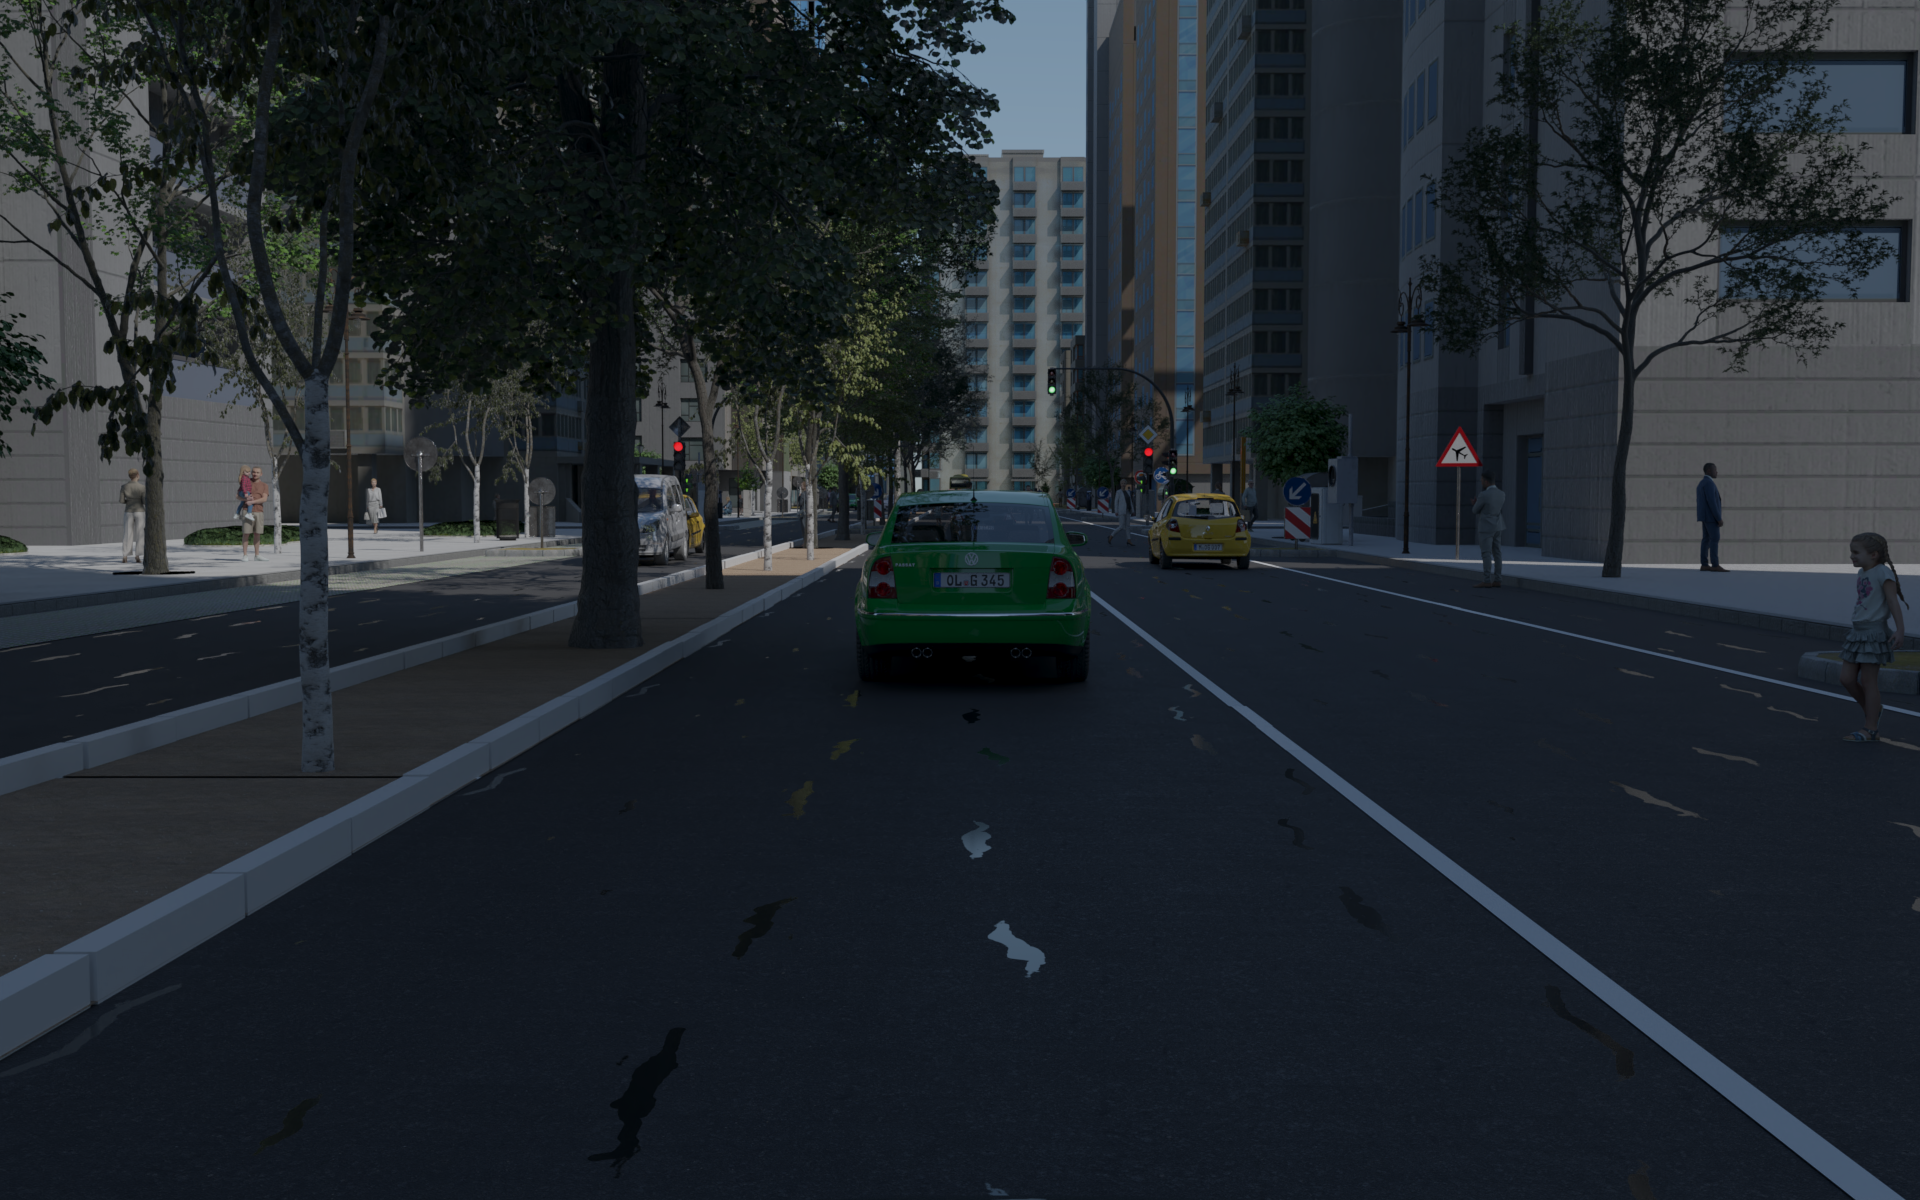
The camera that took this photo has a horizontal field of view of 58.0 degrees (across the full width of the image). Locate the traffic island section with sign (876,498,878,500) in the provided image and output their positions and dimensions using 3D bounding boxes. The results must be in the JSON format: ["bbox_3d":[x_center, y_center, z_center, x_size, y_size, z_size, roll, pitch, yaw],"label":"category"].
[{"bbox_3d":[-9.610,-11.655,199.180,1.989,1.847,2.006,0,3,0],"label":"traffic island section with sign"}]

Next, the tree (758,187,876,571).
[{"bbox_3d":[-3.591,-4.855,32.203,4.360,8.622,3.978,0,3,0],"label":"tree"}]

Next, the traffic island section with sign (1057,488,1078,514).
[{"bbox_3d":[7.715,-6.980,122.749,1.989,1.847,2.006,0,3,0],"label":"traffic island section with sign"}]

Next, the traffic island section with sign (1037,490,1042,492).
[{"bbox_3d":[7.778,-10.020,172.454,1.989,1.847,2.006,0,3,0],"label":"traffic island section with sign"}]

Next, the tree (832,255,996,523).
[{"bbox_3d":[-3.356,-10.471,84.025,12.009,13.543,11.850,0,3,0],"label":"tree"}]

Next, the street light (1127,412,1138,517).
[{"bbox_3d":[9.698,-7.630,97.542,0.468,5.910,1.993,0,3,0],"label":"street light"}]

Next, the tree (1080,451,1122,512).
[{"bbox_3d":[10.326,-8.707,126.080,4.285,4.588,4.351,0,3,0],"label":"tree"}]

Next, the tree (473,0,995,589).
[{"bbox_3d":[-3.655,-5.452,26.008,8.767,10.594,7.601,0,3,0],"label":"tree"}]

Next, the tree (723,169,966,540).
[{"bbox_3d":[-3.707,-8.132,53.543,7.486,12.596,7.792,0,3,0],"label":"tree"}]

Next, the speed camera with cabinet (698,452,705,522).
[{"bbox_3d":[-12.075,-5.326,81.422,0.660,3.252,2.038,0,4,-8],"label":"speed camera with cabinet"}]

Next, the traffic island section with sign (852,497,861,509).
[{"bbox_3d":[-9.645,-10.006,172.225,1.989,1.847,2.006,0,3,0],"label":"traffic island section with sign"}]

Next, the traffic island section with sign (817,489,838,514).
[{"bbox_3d":[-9.698,-7.020,123.400,1.989,1.847,2.006,0,3,0],"label":"traffic island section with sign"}]

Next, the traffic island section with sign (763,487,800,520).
[{"bbox_3d":[-9.738,-5.299,95.274,1.989,1.847,2.006,0,3,0],"label":"traffic island section with sign"}]

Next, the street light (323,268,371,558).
[{"bbox_3d":[-12.161,-3.769,34.410,0.468,5.910,1.993,0,3,0],"label":"street light"}]

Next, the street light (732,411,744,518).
[{"bbox_3d":[-12.061,-7.418,94.065,0.468,5.910,1.993,0,3,0],"label":"street light"}]

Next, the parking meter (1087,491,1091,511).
[{"bbox_3d":[9.816,-7.546,131.788,0.372,1.533,0.369,0,3,0],"label":"parking meter"}]

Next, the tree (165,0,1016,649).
[{"bbox_3d":[-3.326,-6.533,15.935,9.857,13.997,8.962,0,3,0],"label":"tree"}]

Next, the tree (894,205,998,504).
[{"bbox_3d":[-4.694,-14.548,96.210,12.611,20.169,13.585,0,3,0],"label":"tree"}]

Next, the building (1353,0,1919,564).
[{"bbox_3d":[22.483,-30.696,43.873,21.231,58.520,28.212,0,3,0],"label":"building"}]

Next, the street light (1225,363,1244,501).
[{"bbox_3d":[9.680,-5.407,61.187,0.468,5.910,1.993,0,3,0],"label":"street light"}]

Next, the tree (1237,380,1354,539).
[{"bbox_3d":[9.702,-4.065,50.172,4.285,4.588,4.351,0,3,0],"label":"tree"}]

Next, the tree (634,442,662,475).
[{"bbox_3d":[-20.352,-7.695,109.527,4.285,4.588,4.351,0,3,0],"label":"tree"}]

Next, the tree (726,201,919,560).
[{"bbox_3d":[-3.185,-5.139,36.842,4.737,8.622,4.395,0,3,0],"label":"tree"}]

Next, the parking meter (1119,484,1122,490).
[{"bbox_3d":[9.284,-5.761,99.902,0.255,1.863,0.399,0,4,3],"label":"parking meter"}]

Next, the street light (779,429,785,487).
[{"bbox_3d":[-12.094,-8.891,118.153,0.468,5.910,1.993,0,3,0],"label":"street light"}]

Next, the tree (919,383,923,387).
[{"bbox_3d":[-3.341,-6.547,59.862,4.737,8.622,4.395,0,3,0],"label":"tree"}]

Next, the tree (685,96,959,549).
[{"bbox_3d":[-3.782,-7.124,44.684,9.928,11.665,9.643,0,3,0],"label":"tree"}]

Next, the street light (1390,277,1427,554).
[{"bbox_3d":[9.601,-3.934,37.114,0.468,5.910,1.993,0,3,0],"label":"street light"}]

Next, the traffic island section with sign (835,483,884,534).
[{"bbox_3d":[-3.457,-3.338,62.707,2.006,1.907,1.989,0,3,0],"label":"traffic island section with sign"}]

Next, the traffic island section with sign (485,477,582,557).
[{"bbox_3d":[-9.814,-1.939,40.337,1.989,1.847,2.006,0,3,0],"label":"traffic island section with sign"}]

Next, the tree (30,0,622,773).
[{"bbox_3d":[-3.324,-3.430,8.903,4.360,8.622,3.978,0,3,0],"label":"tree"}]

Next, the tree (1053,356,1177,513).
[{"bbox_3d":[10.343,-11.096,115.830,8.767,10.594,7.601,1,4,8],"label":"tree"}]

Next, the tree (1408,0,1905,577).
[{"bbox_3d":[10.351,-5.616,26.230,7.601,10.594,8.767,2,4,24],"label":"tree"}]

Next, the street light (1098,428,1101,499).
[{"bbox_3d":[9.741,-9.066,121.021,0.468,5.910,1.993,0,3,0],"label":"street light"}]

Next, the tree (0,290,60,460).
[{"bbox_3d":[-12.365,-2.229,20.150,4.285,4.588,4.351,0,3,0],"label":"tree"}]

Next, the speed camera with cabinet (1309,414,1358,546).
[{"bbox_3d":[9.365,-3.003,43.440,0.660,3.252,2.038,0,4,-7],"label":"speed camera with cabinet"}]

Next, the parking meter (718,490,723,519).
[{"bbox_3d":[-12.580,-5.019,90.472,0.372,1.533,0.369,0,3,0],"label":"parking meter"}]

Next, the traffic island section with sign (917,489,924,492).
[{"bbox_3d":[-3.353,-8.386,145.252,2.006,1.907,1.989,0,3,0],"label":"traffic island section with sign"}]

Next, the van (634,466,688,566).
[{"bbox_3d":[-6.709,-1.772,35.987,2.013,2.044,4.112,0,4,-1],"label":"van"}]

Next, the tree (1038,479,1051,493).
[{"bbox_3d":[10.637,-13.549,216.127,1.663,3.219,1.824,0,3,0],"label":"tree"}]

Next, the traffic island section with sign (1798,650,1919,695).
[{"bbox_3d":[7.576,-0.275,13.131,1.989,1.847,2.006,0,3,0],"label":"traffic island section with sign"}]

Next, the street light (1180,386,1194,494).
[{"bbox_3d":[9.691,-6.179,73.809,0.468,5.910,1.993,0,3,0],"label":"street light"}]

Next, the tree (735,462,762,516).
[{"bbox_3d":[-12.554,-6.637,103.111,1.663,3.219,1.824,0,3,0],"label":"tree"}]

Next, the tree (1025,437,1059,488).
[{"bbox_3d":[10.324,-16.618,222.071,4.360,8.622,3.978,0,3,0],"label":"tree"}]

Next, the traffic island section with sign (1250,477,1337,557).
[{"bbox_3d":[7.617,-1.945,40.425,1.989,1.847,2.006,0,3,0],"label":"traffic island section with sign"}]

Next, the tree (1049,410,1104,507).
[{"bbox_3d":[10.115,-12.560,155.714,4.737,8.622,4.395,0,3,0],"label":"tree"}]

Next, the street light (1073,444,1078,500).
[{"bbox_3d":[9.674,-10.512,144.660,0.468,5.910,1.993,0,3,0],"label":"street light"}]

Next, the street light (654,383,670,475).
[{"bbox_3d":[-12.114,-5.982,70.586,0.468,5.910,1.993,0,3,0],"label":"street light"}]

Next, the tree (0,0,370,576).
[{"bbox_3d":[-12.924,-6.202,27.165,9.928,11.665,9.643,0,3,0],"label":"tree"}]

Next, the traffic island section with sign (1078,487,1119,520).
[{"bbox_3d":[7.682,-5.288,95.088,1.989,1.847,2.006,0,3,0],"label":"traffic island section with sign"}]

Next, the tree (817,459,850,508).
[{"bbox_3d":[-12.076,-10.991,163.420,4.285,4.588,4.351,0,3,0],"label":"tree"}]
